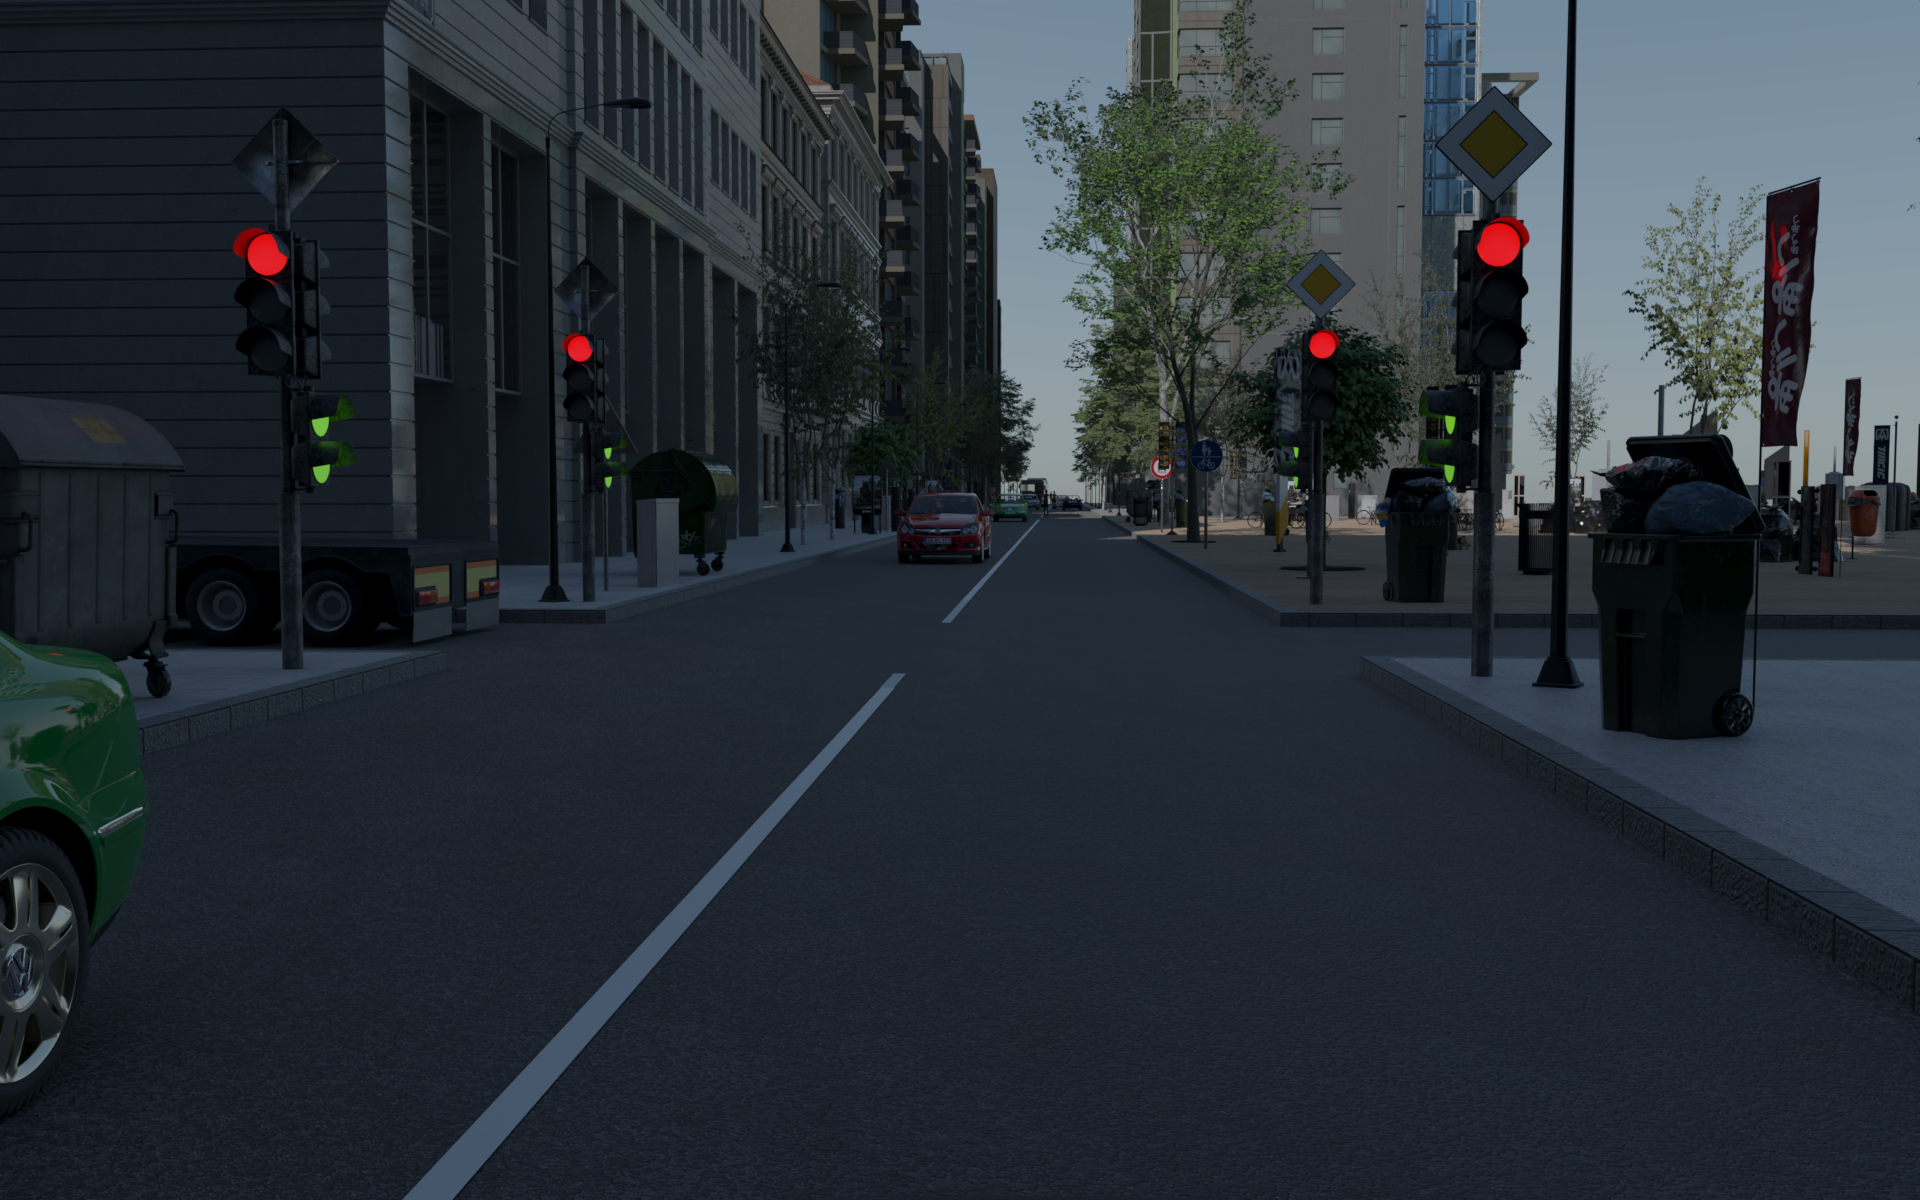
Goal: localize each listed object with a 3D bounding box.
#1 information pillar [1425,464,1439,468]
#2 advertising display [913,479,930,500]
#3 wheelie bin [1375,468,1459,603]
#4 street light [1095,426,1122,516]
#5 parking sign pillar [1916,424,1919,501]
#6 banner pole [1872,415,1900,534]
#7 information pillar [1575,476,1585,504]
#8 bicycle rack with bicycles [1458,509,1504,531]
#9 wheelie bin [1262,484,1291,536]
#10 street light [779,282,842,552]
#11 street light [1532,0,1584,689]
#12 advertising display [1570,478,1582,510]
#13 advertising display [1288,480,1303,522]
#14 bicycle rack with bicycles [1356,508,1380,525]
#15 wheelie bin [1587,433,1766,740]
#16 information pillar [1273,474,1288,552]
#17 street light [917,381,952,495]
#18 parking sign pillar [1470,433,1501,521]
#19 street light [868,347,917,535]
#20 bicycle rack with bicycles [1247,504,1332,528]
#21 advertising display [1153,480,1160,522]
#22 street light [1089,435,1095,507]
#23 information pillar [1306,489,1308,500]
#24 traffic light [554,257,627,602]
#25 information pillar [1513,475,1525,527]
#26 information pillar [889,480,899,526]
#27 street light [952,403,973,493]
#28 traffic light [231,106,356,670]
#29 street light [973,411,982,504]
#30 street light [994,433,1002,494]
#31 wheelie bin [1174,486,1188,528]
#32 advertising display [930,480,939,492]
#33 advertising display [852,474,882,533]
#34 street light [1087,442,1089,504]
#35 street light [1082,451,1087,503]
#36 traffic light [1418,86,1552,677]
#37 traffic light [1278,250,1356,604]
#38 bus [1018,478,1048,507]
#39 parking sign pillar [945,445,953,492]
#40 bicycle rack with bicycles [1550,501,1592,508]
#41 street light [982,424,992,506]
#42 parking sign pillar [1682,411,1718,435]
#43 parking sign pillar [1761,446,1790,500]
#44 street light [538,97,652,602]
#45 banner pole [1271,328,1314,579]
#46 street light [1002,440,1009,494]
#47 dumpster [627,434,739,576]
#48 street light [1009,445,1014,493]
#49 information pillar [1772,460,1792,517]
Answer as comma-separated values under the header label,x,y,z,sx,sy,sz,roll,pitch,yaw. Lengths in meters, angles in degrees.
label,x,y,z,sx,sy,sz,roll,pitch,yaw
information pillar,10.578,-2.096,38.767,0.304,2.012,0.304,0,4,5
advertising display,-1.751,-4.342,76.210,0.123,1.923,0.974,-3,4,-37
wheelie bin,5.469,-0.778,20.621,0.980,1.594,0.693,0,4,-4
street light,8.924,-7.974,102.915,1.470,5.913,1.316,0,4,3
parking sign pillar,37.275,-4.783,66.679,1.447,3.967,1.447,-3,5,-44
banner pole,29.510,-3.984,55.162,0.863,3.779,0.401,3,4,36
information pillar,24.745,-3.955,69.157,0.304,2.012,0.304,0,4,-6
bicycle rack with bicycles,17.863,-2.897,60.747,2.925,0.926,2.852,-1,4,-22
wheelie bin,9.722,-2.785,53.436,0.980,1.594,0.693,-2,4,-33
street light,-3.273,-4.010,38.098,1.470,5.913,1.316,0,4,3
street light,3.462,-2.380,11.447,1.470,5.913,1.316,0,4,3
advertising display,24.069,-3.860,68.325,0.974,1.923,0.123,-1,4,-18
advertising display,15.479,-4.616,80.685,0.974,1.923,0.123,1,4,22
bicycle rack with bicycles,17.843,-3.557,71.543,2.925,0.926,2.852,1,4,20
wheelie bin,3.822,-0.084,9.274,0.693,1.594,0.980,-2,4,-24
information pillar,7.132,-2.874,38.345,0.183,3.616,0.504,2,4,33
street light,-1.225,-6.059,71.603,1.470,5.913,1.316,0,4,3
parking sign pillar,23.197,-5.384,76.504,1.447,3.967,1.447,-1,4,-20
street light,-2.235,-5.034,54.850,1.470,5.913,1.316,0,4,3
bicycle rack with bicycles,12.519,-3.158,65.020,2.925,0.926,2.852,2,4,26
advertising display,9.207,-4.551,79.629,0.123,1.923,0.974,-2,4,-30
street light,9.879,-9.013,119.909,1.470,5.913,1.316,0,4,3
information pillar,18.233,-6.036,90.036,0.504,3.616,0.183,-1,4,-15
traffic light,-4.412,-1.936,20.570,0.839,4.253,0.868,0,4,3
information pillar,21.521,-3.802,66.658,0.304,2.012,0.304,-1,4,-20
information pillar,-2.668,-3.996,69.819,0.304,2.012,0.304,3,4,37
street light,-0.248,-7.090,88.469,1.470,5.913,1.316,0,4,3
traffic light,-4.882,-1.448,12.598,0.839,4.253,0.868,0,4,3
street light,0.319,-7.644,97.527,1.470,5.913,1.316,0,4,3
street light,2.220,-9.694,131.041,1.470,5.913,1.316,0,4,3
wheelie bin,8.571,-3.558,66.088,0.980,1.594,0.693,-2,4,-35
advertising display,-1.416,-4.403,77.199,0.974,1.923,0.123,1,4,9
advertising display,-3.039,-3.152,56.742,0.974,1.923,0.123,0,4,8
street light,10.991,-10.059,137.000,1.470,5.913,1.316,0,4,3
street light,11.823,-11.085,153.779,1.470,5.913,1.316,0,4,3
traffic light,3.665,-1.418,12.112,0.839,4.253,0.868,0,4,3
traffic light,4.135,-1.906,20.084,0.839,4.253,0.868,0,4,3
bus,8.259,-12.045,191.800,2.948,3.499,13.247,0,4,5
parking sign pillar,-0.617,-6.464,94.154,1.447,3.967,1.447,0,4,2
bicycle rack with bicycles,30.882,-4.522,87.316,2.852,0.926,2.925,2,4,30
street light,1.162,-8.670,114.290,1.470,5.913,1.316,0,4,3
parking sign pillar,23.458,-4.087,55.295,1.447,3.967,1.447,-1,4,-13
parking sign pillar,42.951,-6.288,91.273,1.447,3.967,1.447,0,4,-3
street light,-4.304,-2.931,20.460,1.470,5.913,1.316,0,4,3
banner pole,5.100,-2.213,26.203,0.863,3.779,0.401,-1,4,-16
street light,3.193,-10.719,147.796,1.470,5.913,1.316,0,4,3
dumpster,-4.480,-1.553,27.884,1.502,2.255,1.985,0,4,3
street light,4.261,-11.749,164.638,1.470,5.913,1.316,0,4,3
information pillar,17.907,-2.035,37.765,0.304,2.012,0.304,1,4,12
